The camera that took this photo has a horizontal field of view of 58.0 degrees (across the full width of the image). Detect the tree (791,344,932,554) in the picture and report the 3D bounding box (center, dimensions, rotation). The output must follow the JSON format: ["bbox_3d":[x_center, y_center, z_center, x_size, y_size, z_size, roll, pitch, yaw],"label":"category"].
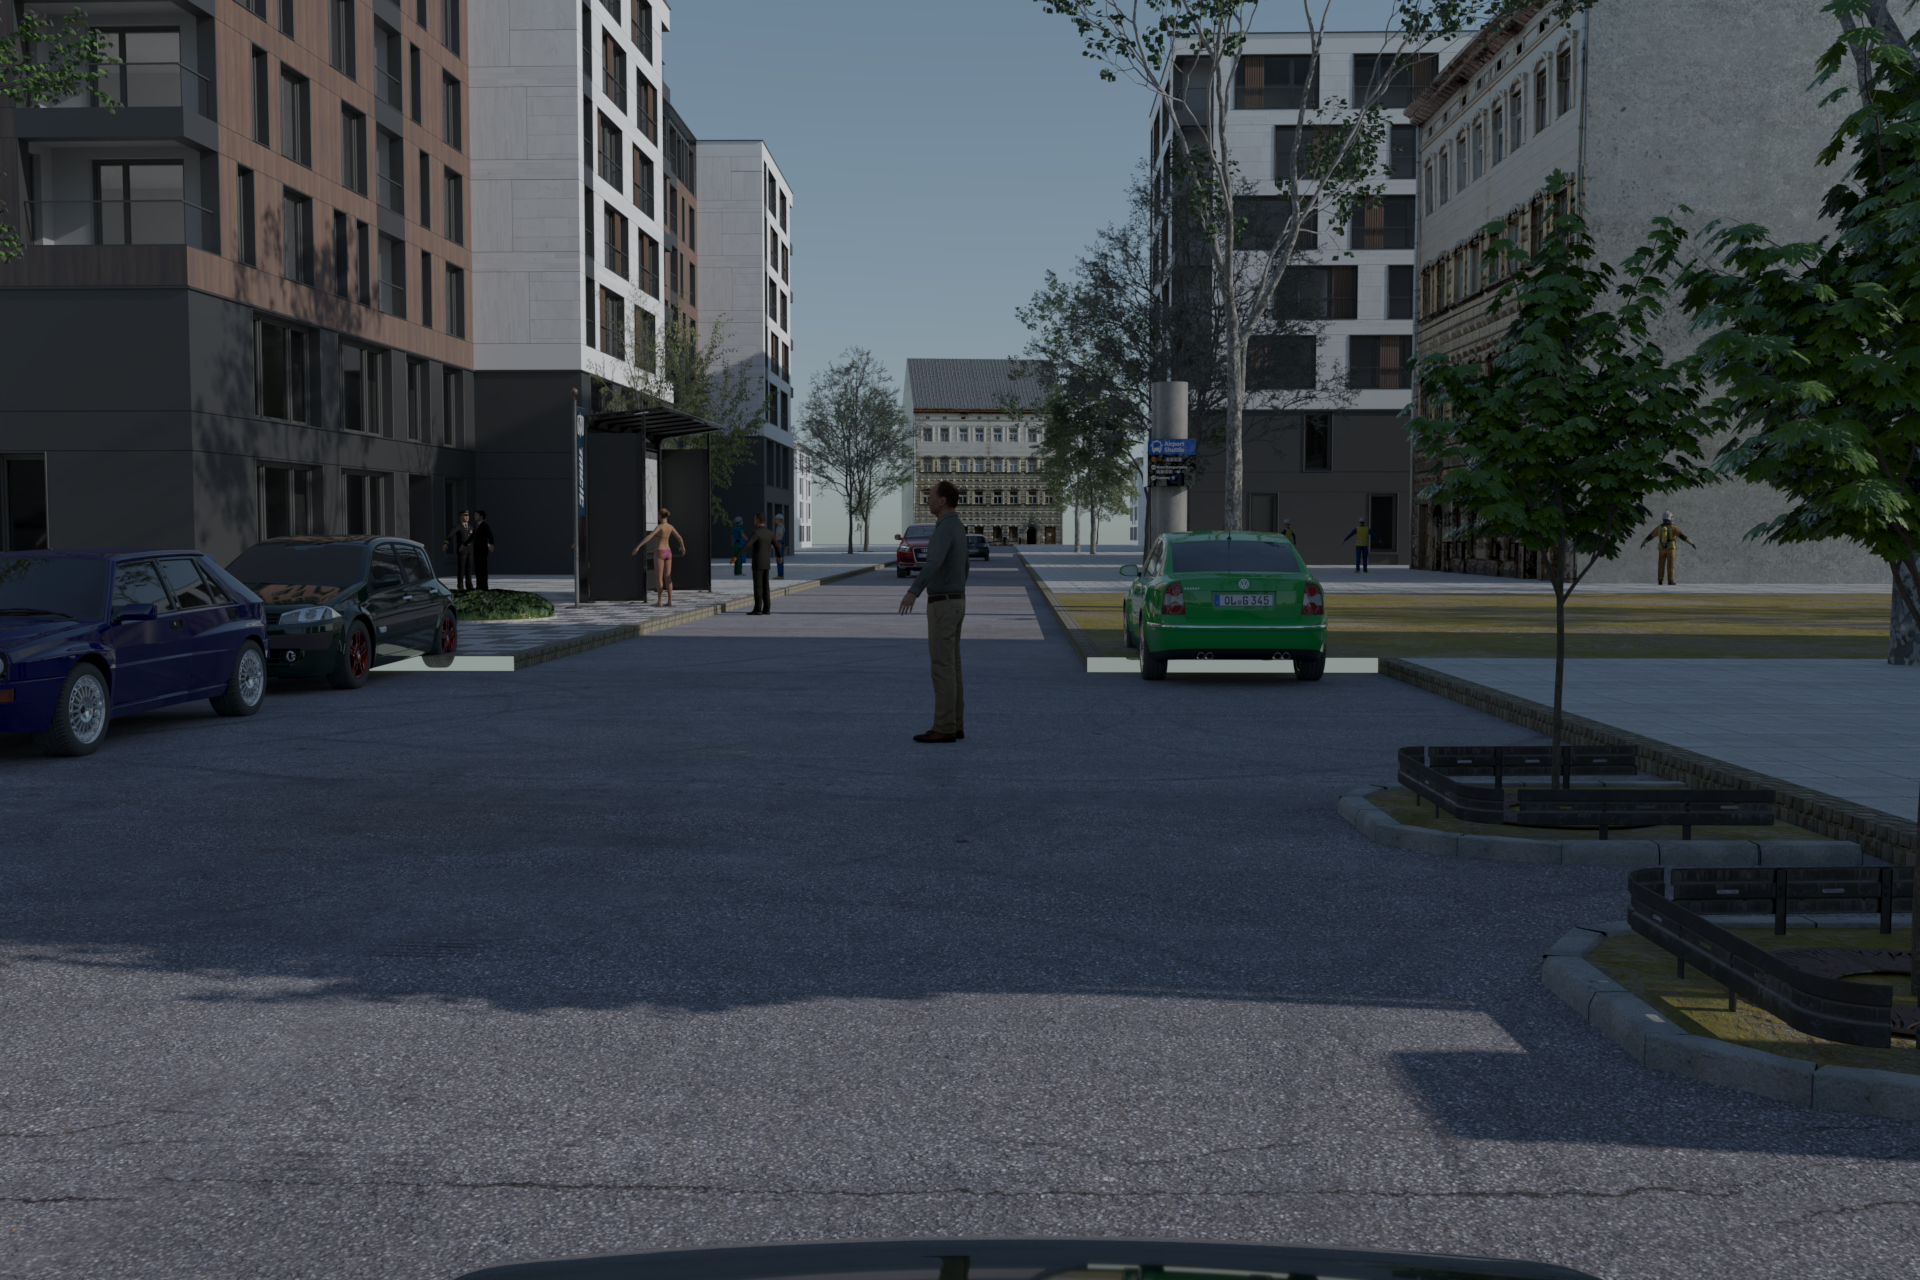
[{"bbox_3d":[-6.933,-12.293,111.361,12.009,13.543,11.850,0,3,0],"label":"tree"}]

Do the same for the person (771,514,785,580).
[{"bbox_3d":[-5.124,-2.634,48.929,0.705,1.847,1.347,0,4,3],"label":"person"}]

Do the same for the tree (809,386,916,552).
[{"bbox_3d":[-6.763,-12.021,122.293,9.928,11.665,9.643,0,3,0],"label":"tree"}]

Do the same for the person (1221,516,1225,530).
[{"bbox_3d":[7.744,-2.693,50.164,0.705,1.813,1.348,1,4,21],"label":"person"}]

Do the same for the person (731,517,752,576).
[{"bbox_3d":[-6.764,-2.879,53.192,0.704,1.817,1.347,-2,4,-32],"label":"person"}]

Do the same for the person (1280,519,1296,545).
[{"bbox_3d":[10.657,-3.084,56.881,1.216,1.772,0.721,-3,5,-42],"label":"person"}]

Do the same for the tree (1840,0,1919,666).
[{"bbox_3d":[9.575,-9.910,17.922,12.611,20.169,13.585,0,3,0],"label":"tree"}]

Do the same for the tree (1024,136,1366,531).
[{"bbox_3d":[7.116,-8.817,54.531,12.009,13.543,11.850,0,3,0],"label":"tree"}]

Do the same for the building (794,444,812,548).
[{"bbox_3d":[-19.228,-14.115,172.935,9.099,9.664,28.070,0,4,1],"label":"building"}]

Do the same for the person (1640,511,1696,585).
[{"bbox_3d":[17.771,-2.310,43.530,1.354,1.858,0.705,3,4,39],"label":"person"}]

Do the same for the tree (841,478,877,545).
[{"bbox_3d":[-12.355,-15.993,211.851,4.737,8.622,4.395,0,3,0],"label":"tree"}]

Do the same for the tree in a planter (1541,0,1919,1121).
[{"bbox_3d":[2.842,-0.478,5.032,1.991,3.239,1.994,0,4,1],"label":"tree in a planter"}]

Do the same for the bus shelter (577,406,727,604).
[{"bbox_3d":[-6.140,-2.676,35.039,1.731,3.624,6.357,0,4,3],"label":"bus shelter"}]

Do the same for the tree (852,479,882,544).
[{"bbox_3d":[-11.228,-16.279,216.519,4.360,8.622,3.978,0,3,0],"label":"tree"}]

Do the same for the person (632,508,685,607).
[{"bbox_3d":[-5.306,-1.458,30.641,0.721,1.733,1.217,3,4,37],"label":"person"}]

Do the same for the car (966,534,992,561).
[{"bbox_3d":[0.709,-5.087,92.955,2.009,1.686,4.222,0,4,0],"label":"car"}]

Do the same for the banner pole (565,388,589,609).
[{"bbox_3d":[-6.600,-2.446,30.012,0.401,3.779,0.863,0,4,3],"label":"banner pole"}]

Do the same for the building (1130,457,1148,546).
[{"bbox_3d":[23.850,-15.087,188.814,9.099,9.664,28.070,0,4,2],"label":"building"}]

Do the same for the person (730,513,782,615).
[{"bbox_3d":[-3.549,-1.344,30.661,0.704,1.802,1.346,2,4,34],"label":"person"}]

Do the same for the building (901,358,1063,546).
[{"bbox_3d":[2.401,-23.393,215.868,18.063,23.208,19.493,0,4,-6],"label":"building"}]

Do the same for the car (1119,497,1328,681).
[{"bbox_3d":[2.708,-0.584,18.339,1.959,1.807,4.718,0,4,2],"label":"car"}]

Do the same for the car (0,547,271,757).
[{"bbox_3d":[-6.460,0.012,12.377,1.945,1.354,3.894,0,4,1],"label":"car"}]

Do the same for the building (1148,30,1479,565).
[{"bbox_3d":[23.255,-14.855,86.859,27.936,21.610,32.646,0,4,2],"label":"building"}]

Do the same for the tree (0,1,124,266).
[{"bbox_3d":[-12.323,-5.609,17.467,9.928,11.665,9.643,0,3,0],"label":"tree"}]

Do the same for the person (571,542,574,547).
[{"bbox_3d":[-10.561,-2.610,48.902,0.704,1.802,1.346,1,4,15],"label":"person"}]

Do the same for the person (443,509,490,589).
[{"bbox_3d":[-11.222,-2.041,39.305,0.705,1.837,1.347,3,4,36],"label":"person"}]

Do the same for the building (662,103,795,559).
[{"bbox_3d":[-24.173,-14.934,88.147,27.936,21.610,32.646,0,4,1],"label":"building"}]

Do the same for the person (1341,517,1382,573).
[{"bbox_3d":[13.377,-3.162,57.666,1.349,1.833,0.705,0,4,6],"label":"person"}]

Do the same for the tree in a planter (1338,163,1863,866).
[{"bbox_3d":[2.925,-0.683,8.396,1.991,3.239,1.994,0,4,1],"label":"tree in a planter"}]

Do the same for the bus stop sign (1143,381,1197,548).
[{"bbox_3d":[3.650,-2.520,30.213,0.837,3.901,0.837,0,4,1],"label":"bus stop sign"}]

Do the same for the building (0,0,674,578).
[{"bbox_3d":[-25.798,-12.730,52.111,27.936,21.610,32.646,0,4,2],"label":"building"}]

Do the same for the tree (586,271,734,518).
[{"bbox_3d":[-8.572,-6.027,48.898,4.360,8.622,3.978,0,3,0],"label":"tree"}]

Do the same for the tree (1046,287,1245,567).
[{"bbox_3d":[7.058,-8.073,66.413,8.767,10.594,7.601,1,4,21],"label":"tree"}]

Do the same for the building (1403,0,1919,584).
[{"bbox_3d":[25.346,-13.577,52.910,19.493,23.208,18.063,0,4,1],"label":"building"}]

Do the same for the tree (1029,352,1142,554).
[{"bbox_3d":[8.002,-11.649,108.594,7.486,12.596,7.792,0,3,0],"label":"tree"}]

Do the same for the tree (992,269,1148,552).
[{"bbox_3d":[8.329,-16.329,122.871,12.611,20.169,13.585,0,3,0],"label":"tree"}]

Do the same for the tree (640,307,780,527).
[{"bbox_3d":[-8.354,-6.523,57.007,4.737,8.622,4.395,0,3,0],"label":"tree"}]

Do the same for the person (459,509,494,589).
[{"bbox_3d":[-10.305,-1.893,37.144,0.705,1.806,1.347,-3,5,-44],"label":"person"}]

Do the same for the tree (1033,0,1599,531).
[{"bbox_3d":[7.211,-11.099,37.357,12.611,20.169,13.585,0,3,0],"label":"tree"}]

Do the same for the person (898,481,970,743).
[{"bbox_3d":[-0.128,-0.201,12.009,0.705,1.796,1.348,1,4,15],"label":"person"}]

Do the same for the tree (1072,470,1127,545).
[{"bbox_3d":[17.151,-17.005,212.441,7.601,10.594,8.767,1,4,11],"label":"tree"}]

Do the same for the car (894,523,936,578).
[{"bbox_3d":[-1.030,-3.034,58.280,2.281,1.827,5.304,0,4,1],"label":"car"}]

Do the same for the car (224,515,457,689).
[{"bbox_3d":[-6.372,-0.457,17.253,2.009,1.686,4.222,0,4,2],"label":"car"}]

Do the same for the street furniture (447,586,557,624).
[{"bbox_3d":[-10.847,-0.527,24.240,10.072,0.657,5.734,-1,4,-11],"label":"street furniture"}]
